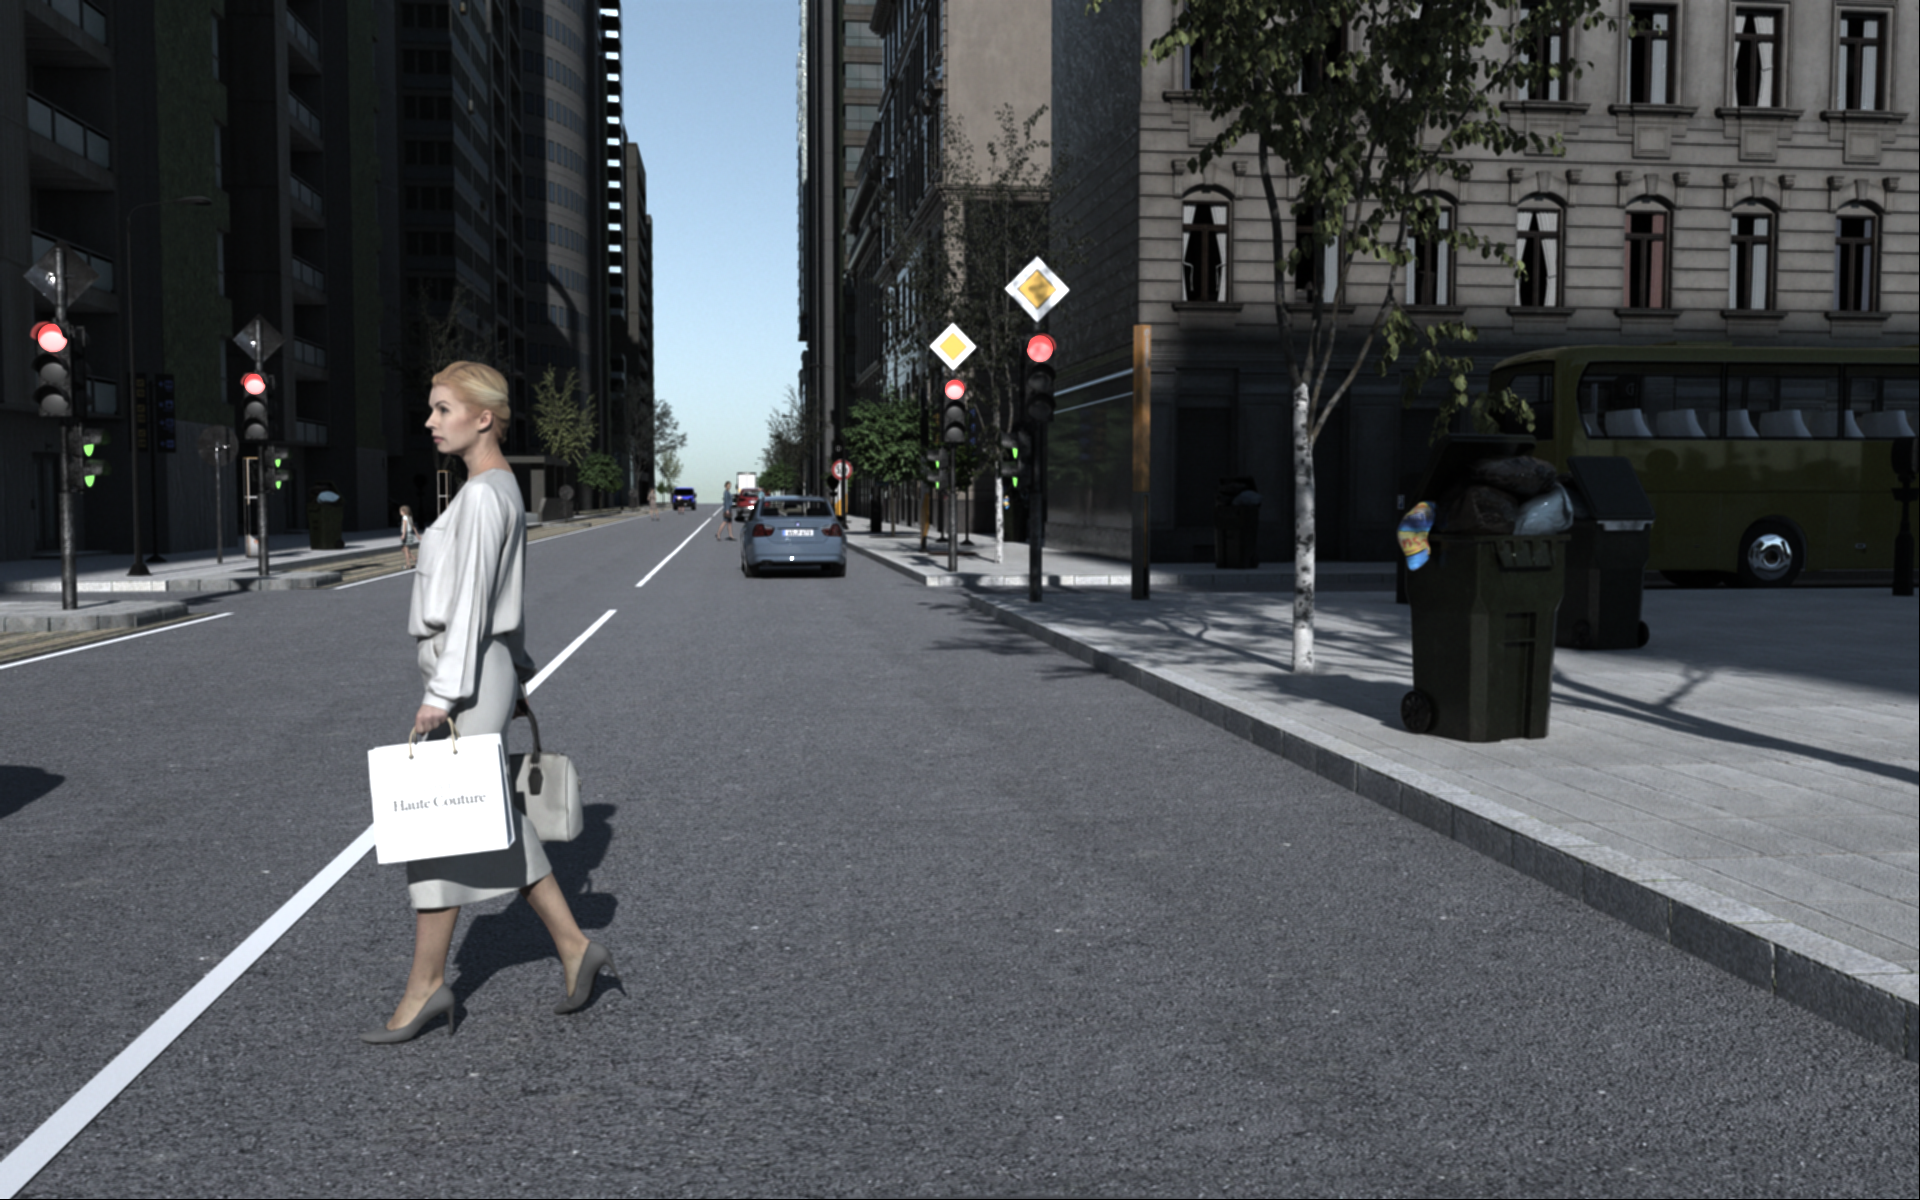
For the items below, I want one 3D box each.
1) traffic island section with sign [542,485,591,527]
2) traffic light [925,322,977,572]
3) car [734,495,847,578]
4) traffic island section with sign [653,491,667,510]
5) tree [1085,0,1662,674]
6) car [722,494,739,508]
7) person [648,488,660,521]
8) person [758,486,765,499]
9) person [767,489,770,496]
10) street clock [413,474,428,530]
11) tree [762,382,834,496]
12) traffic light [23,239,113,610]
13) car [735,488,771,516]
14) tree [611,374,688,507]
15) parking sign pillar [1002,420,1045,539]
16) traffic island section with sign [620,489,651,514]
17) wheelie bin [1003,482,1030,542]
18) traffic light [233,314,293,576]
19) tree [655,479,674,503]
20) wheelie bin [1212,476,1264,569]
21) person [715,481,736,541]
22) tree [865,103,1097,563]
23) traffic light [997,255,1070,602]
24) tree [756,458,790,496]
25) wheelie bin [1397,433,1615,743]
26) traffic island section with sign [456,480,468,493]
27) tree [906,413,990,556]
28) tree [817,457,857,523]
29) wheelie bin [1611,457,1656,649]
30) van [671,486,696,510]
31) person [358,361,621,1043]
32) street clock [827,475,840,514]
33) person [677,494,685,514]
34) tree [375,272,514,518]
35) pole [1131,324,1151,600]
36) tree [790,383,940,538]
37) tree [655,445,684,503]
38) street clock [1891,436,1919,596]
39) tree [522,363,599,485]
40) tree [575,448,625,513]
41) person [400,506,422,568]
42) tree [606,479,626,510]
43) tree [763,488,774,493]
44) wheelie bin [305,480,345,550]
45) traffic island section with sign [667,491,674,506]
[{"bbox_3d":[-17.294,-4.136,76.249,1.989,1.847,2.006,0,4,-7],"label":"traffic island section with sign"},{"bbox_3d":[-0.139,-2.419,28.477,0.839,4.253,0.868,0,4,-7],"label":"traffic light"},{"bbox_3d":[-3.025,-1.166,31.074,2.014,1.417,4.499,-1,4,-8],"label":"car"},{"bbox_3d":[-27.220,-8.841,153.179,1.989,1.847,2.006,0,4,-7],"label":"traffic island section with sign"},{"bbox_3d":[2.539,-3.766,11.930,4.737,8.622,4.395,0,3,0],"label":"tree"},{"bbox_3d":[-20.694,-9.073,158.132,2.009,1.686,4.222,-1,4,-8],"label":"car"},{"bbox_3d":[-16.563,-5.188,93.658,0.599,1.781,0.374,1,4,15],"label":"person"},{"bbox_3d":[-10.531,-5.118,92.036,0.748,1.841,0.638,3,5,41],"label":"person"},{"bbox_3d":[-13.768,-7.125,124.936,0.705,1.831,1.348,0,4,-1],"label":"person"},{"bbox_3d":[-19.425,-3.538,62.414,0.471,2.002,0.358,0,4,-1],"label":"street clock"},{"bbox_3d":[-10.428,-9.949,113.035,4.360,8.622,3.978,0,3,0],"label":"tree"},{"bbox_3d":[-9.887,-1.849,19.156,0.839,4.253,0.868,0,4,-7],"label":"traffic light"},{"bbox_3d":[-12.844,-6.046,107.533,2.281,1.827,5.304,0,4,-8],"label":"car"},{"bbox_3d":[-32.824,-16.253,176.100,12.009,13.543,11.850,0,3,0],"label":"tree"},{"bbox_3d":[1.773,-3.794,50.499,1.447,3.967,1.447,-3,4,-36],"label":"parking sign pillar"},{"bbox_3d":[-23.713,-7.175,125.931,1.989,1.847,2.006,0,4,-7],"label":"traffic island section with sign"},{"bbox_3d":[1.490,-2.356,46.431,0.693,1.594,0.980,1,4,20],"label":"wheelie bin"},{"bbox_3d":[-10.909,-2.334,27.075,0.839,4.253,0.868,0,4,-7],"label":"traffic light"},{"bbox_3d":[-38.130,-13.890,221.708,1.663,3.219,1.824,0,3,0],"label":"tree"},{"bbox_3d":[4.771,-1.340,29.816,0.980,1.594,0.693,3,4,36],"label":"wheelie bin"},{"bbox_3d":[-7.206,-2.744,53.389,0.654,1.822,0.581,1,4,14],"label":"person"},{"bbox_3d":[0.499,-4.985,31.873,4.360,8.622,3.978,0,3,0],"label":"tree"},{"bbox_3d":[0.883,-1.935,20.557,0.839,4.253,0.868,0,4,-7],"label":"traffic light"},{"bbox_3d":[-15.948,-10.512,155.583,4.285,4.588,4.351,0,3,0],"label":"tree"},{"bbox_3d":[2.812,-0.078,9.189,0.980,1.594,0.693,-2,4,-25],"label":"wheelie bin"},{"bbox_3d":[-13.683,-2.422,48.223,1.989,1.847,2.006,0,4,-7],"label":"traffic island section with sign"},{"bbox_3d":[-0.180,-2.564,36.527,1.663,3.219,1.824,0,3,0],"label":"tree"},{"bbox_3d":[-5.324,-5.106,78.088,1.663,3.219,1.824,0,3,0],"label":"tree"},{"bbox_3d":[5.296,-0.402,14.480,0.980,1.594,0.693,-1,4,-21],"label":"wheelie bin"},{"bbox_3d":[-24.799,-9.266,155.883,2.240,2.365,5.245,0,4,-7],"label":"van"},{"bbox_3d":[-1.248,0.261,4.587,0.624,1.780,0.694,0,4,3],"label":"person"},{"bbox_3d":[-4.758,-3.697,65.009,0.471,2.002,0.358,-1,4,-9],"label":"street clock"},{"bbox_3d":[-20.005,-6.859,123.835,0.799,1.438,0.628,1,4,19],"label":"person"},{"bbox_3d":[-17.350,-6.605,58.362,4.360,8.622,3.978,0,3,0],"label":"tree"},{"bbox_3d":[2.197,-1.660,20.985,0.158,3.312,0.155,0,3,0],"label":"pole"},{"bbox_3d":[-1.955,-4.144,51.462,4.285,4.588,4.351,0,3,0],"label":"tree"},{"bbox_3d":[-41.466,-18.149,247.091,4.737,8.622,4.395,0,3,0],"label":"tree"},{"bbox_3d":[11.921,-1.056,21.836,0.471,2.002,0.358,-3,5,-42],"label":"street clock"},{"bbox_3d":[-22.662,-9.052,98.358,4.737,8.622,4.395,0,3,0],"label":"tree"},{"bbox_3d":[-25.074,-8.389,120.881,4.285,4.588,4.351,0,3,0],"label":"tree"},{"bbox_3d":[-10.555,-1.203,33.186,0.382,1.210,0.505,0,4,-2],"label":"person"},{"bbox_3d":[-27.808,-8.791,138.326,1.663,3.219,1.824,0,3,0],"label":"tree"},{"bbox_3d":[-26.948,-15.156,242.404,1.663,3.219,1.824,0,3,0],"label":"tree"},{"bbox_3d":[-14.604,-1.954,39.861,0.980,1.594,0.693,2,4,33],"label":"wheelie bin"},{"bbox_3d":[-34.242,-12.160,207.448,1.989,1.847,2.006,0,4,-7],"label":"traffic island section with sign"}]
